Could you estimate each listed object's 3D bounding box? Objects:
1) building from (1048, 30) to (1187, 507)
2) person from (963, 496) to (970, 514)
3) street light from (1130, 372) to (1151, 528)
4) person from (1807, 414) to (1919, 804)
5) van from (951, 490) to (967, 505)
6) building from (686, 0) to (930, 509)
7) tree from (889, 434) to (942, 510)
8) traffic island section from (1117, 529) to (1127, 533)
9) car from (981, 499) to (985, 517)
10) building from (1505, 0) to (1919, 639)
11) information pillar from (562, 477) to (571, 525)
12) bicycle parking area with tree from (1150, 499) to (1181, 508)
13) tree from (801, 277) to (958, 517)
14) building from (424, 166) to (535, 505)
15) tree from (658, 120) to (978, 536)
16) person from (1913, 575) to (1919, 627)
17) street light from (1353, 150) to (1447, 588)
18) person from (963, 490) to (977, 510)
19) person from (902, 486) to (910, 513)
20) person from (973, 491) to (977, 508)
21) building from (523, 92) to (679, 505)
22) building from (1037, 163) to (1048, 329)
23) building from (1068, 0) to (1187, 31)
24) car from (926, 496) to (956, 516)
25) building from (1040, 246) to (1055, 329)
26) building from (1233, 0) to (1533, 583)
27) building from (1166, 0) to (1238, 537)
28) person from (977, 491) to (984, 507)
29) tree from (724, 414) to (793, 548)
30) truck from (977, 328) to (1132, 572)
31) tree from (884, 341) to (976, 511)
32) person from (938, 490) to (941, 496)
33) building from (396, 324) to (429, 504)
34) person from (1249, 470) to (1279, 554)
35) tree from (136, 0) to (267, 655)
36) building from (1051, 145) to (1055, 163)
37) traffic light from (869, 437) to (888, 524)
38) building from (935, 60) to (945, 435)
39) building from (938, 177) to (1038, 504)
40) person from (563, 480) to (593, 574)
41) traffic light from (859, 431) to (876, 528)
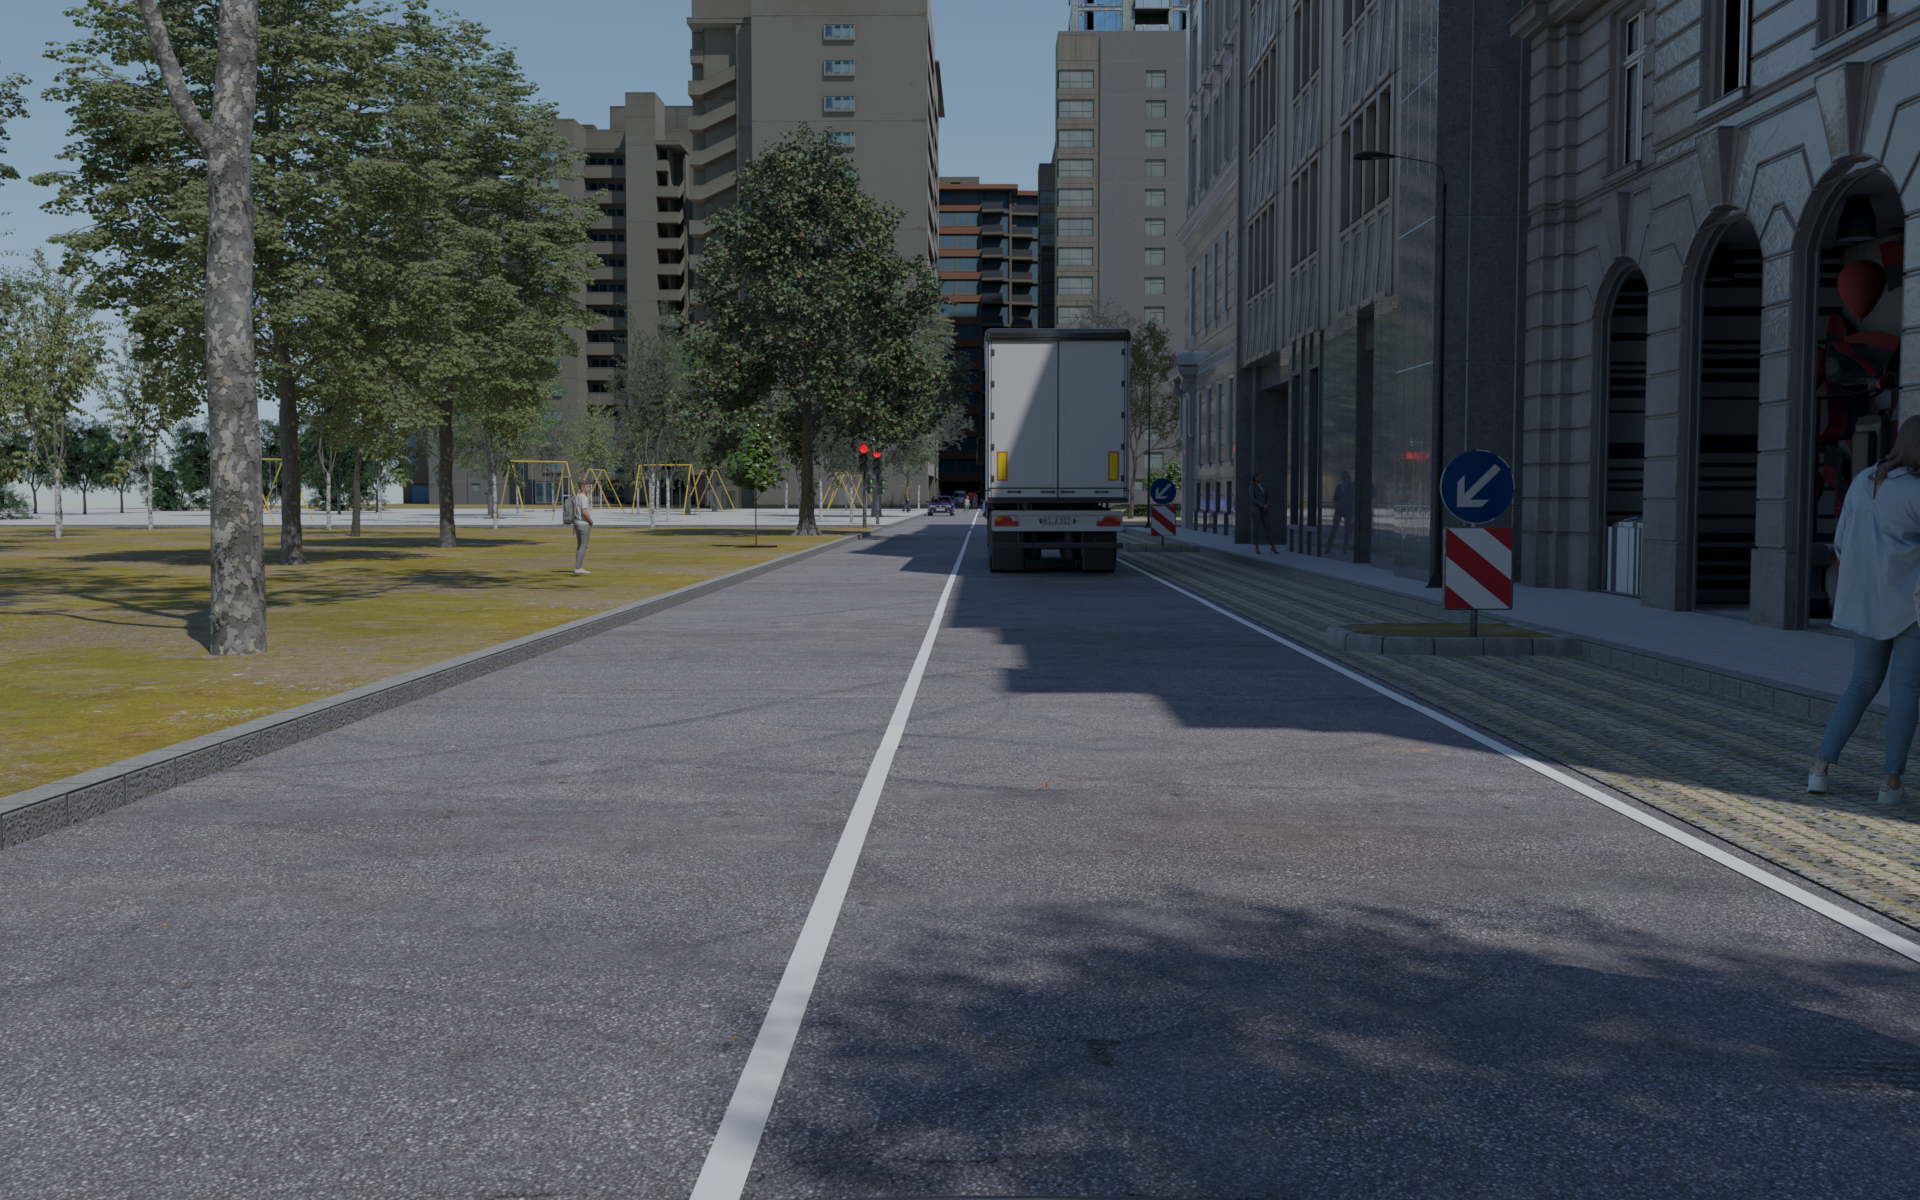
[{"bbox_3d":[15.544,-28.952,156.956,14.154,41.232,14.086,0,4,1],"label":"building"},{"bbox_3d":[0.477,-6.887,125.355,0.590,1.304,0.306,3,5,43],"label":"person"},{"bbox_3d":[6.587,-5.673,65.291,1.470,5.913,1.316,0,4,1],"label":"street light"},{"bbox_3d":[4.276,0.046,8.019,0.793,1.790,0.793,3,4,37],"label":"person"},{"bbox_3d":[0.002,-11.782,199.638,2.013,2.044,4.112,0,4,0],"label":"van"},{"bbox_3d":[-13.263,-32.731,158.851,21.300,48.544,21.600,0,4,1],"label":"building"},{"bbox_3d":[-3.462,-11.836,143.875,4.737,8.622,4.395,0,3,0],"label":"tree"},{"bbox_3d":[5.208,-2.640,65.437,2.009,0.180,2.903,0,4,1],"label":"traffic island section"},{"bbox_3d":[2.304,-6.167,110.427,1.945,1.707,3.694,0,4,-1],"label":"car"},{"bbox_3d":[13.573,-10.414,12.062,13.314,21.916,24.055,0,4,1],"label":"building"},{"bbox_3d":[-16.488,-4.168,72.641,0.304,2.012,0.304,0,4,2],"label":"information pillar"},{"bbox_3d":[17.928,-8.200,121.076,8.231,4.147,9.016,-3,4,-36],"label":"bicycle parking area with tree"},{"bbox_3d":[-4.750,-11.578,95.951,9.857,13.997,8.962,0,3,0],"label":"tree"},{"bbox_3d":[-58.152,-32.680,217.912,14.086,41.232,14.154,0,4,1],"label":"building"},{"bbox_3d":[-4.679,-8.356,53.625,9.611,12.733,9.660,0,3,0],"label":"tree"},{"bbox_3d":[2.583,0.264,4.024,0.661,1.843,0.795,2,4,31],"label":"person"},{"bbox_3d":[6.010,-3.122,23.579,1.470,5.913,1.316,0,4,1],"label":"street light"},{"bbox_3d":[0.983,-9.153,158.116,1.348,1.831,0.705,-1,4,-8],"label":"person"},{"bbox_3d":[-3.672,-6.924,119.166,0.656,1.842,0.836,3,5,41],"label":"person"},{"bbox_3d":[1.546,-10.001,172.684,0.621,1.740,0.551,0,4,-3],"label":"person"},{"bbox_3d":[-40.368,-36.072,213.478,21.600,48.544,21.300,0,4,1],"label":"building"},{"bbox_3d":[16.645,-32.588,216.402,14.154,41.232,14.086,0,4,1],"label":"building"},{"bbox_3d":[20.069,-52.949,178.385,22.319,86.520,31.000,0,4,1],"label":"building"},{"bbox_3d":[-1.231,-6.206,114.056,1.945,1.354,3.894,0,4,1],"label":"car"},{"bbox_3d":[16.337,-26.359,202.663,14.160,30.474,14.107,0,4,1],"label":"building"},{"bbox_3d":[12.930,-13.217,34.117,12.078,24.808,19.932,0,4,1],"label":"building"},{"bbox_3d":[14.370,-16.422,54.397,13.634,28.700,20.117,0,4,1],"label":"building"},{"bbox_3d":[2.045,-10.822,185.962,1.217,1.766,0.721,1,4,23],"label":"person"},{"bbox_3d":[-4.800,-2.883,41.735,1.663,3.219,1.824,0,3,0],"label":"tree"},{"bbox_3d":[1.735,-2.816,34.955,2.839,4.237,11.283,0,4,1],"label":"truck"},{"bbox_3d":[-4.022,-13.421,129.807,12.009,13.543,11.850,0,3,0],"label":"tree"},{"bbox_3d":[-2.066,-10.382,176.731,0.436,1.711,0.756,1,4,23],"label":"person"},{"bbox_3d":[-68.795,-36.089,240.160,14.200,45.320,14.600,0,4,1],"label":"building"},{"bbox_3d":[6.525,-1.888,37.184,0.573,1.790,0.520,3,5,40],"label":"person"},{"bbox_3d":[-6.311,-9.717,14.766,12.611,20.169,13.585,0,3,0],"label":"tree"},{"bbox_3d":[26.965,-40.122,245.239,27.495,52.752,28.713,0,4,1],"label":"building"},{"bbox_3d":[-3.478,-5.168,73.418,0.839,4.253,0.868,0,4,1],"label":"traffic light"},{"bbox_3d":[-15.862,-37.981,210.231,27.495,52.752,28.713,0,4,1],"label":"building"},{"bbox_3d":[-1.274,-35.904,241.653,28.867,44.769,22.147,0,4,1],"label":"building"},{"bbox_3d":[-6.117,-1.181,27.943,0.503,1.515,0.523,1,4,22],"label":"person"},{"bbox_3d":[-3.592,-4.680,65.433,0.839,4.253,0.868,0,4,1],"label":"traffic light"}]
